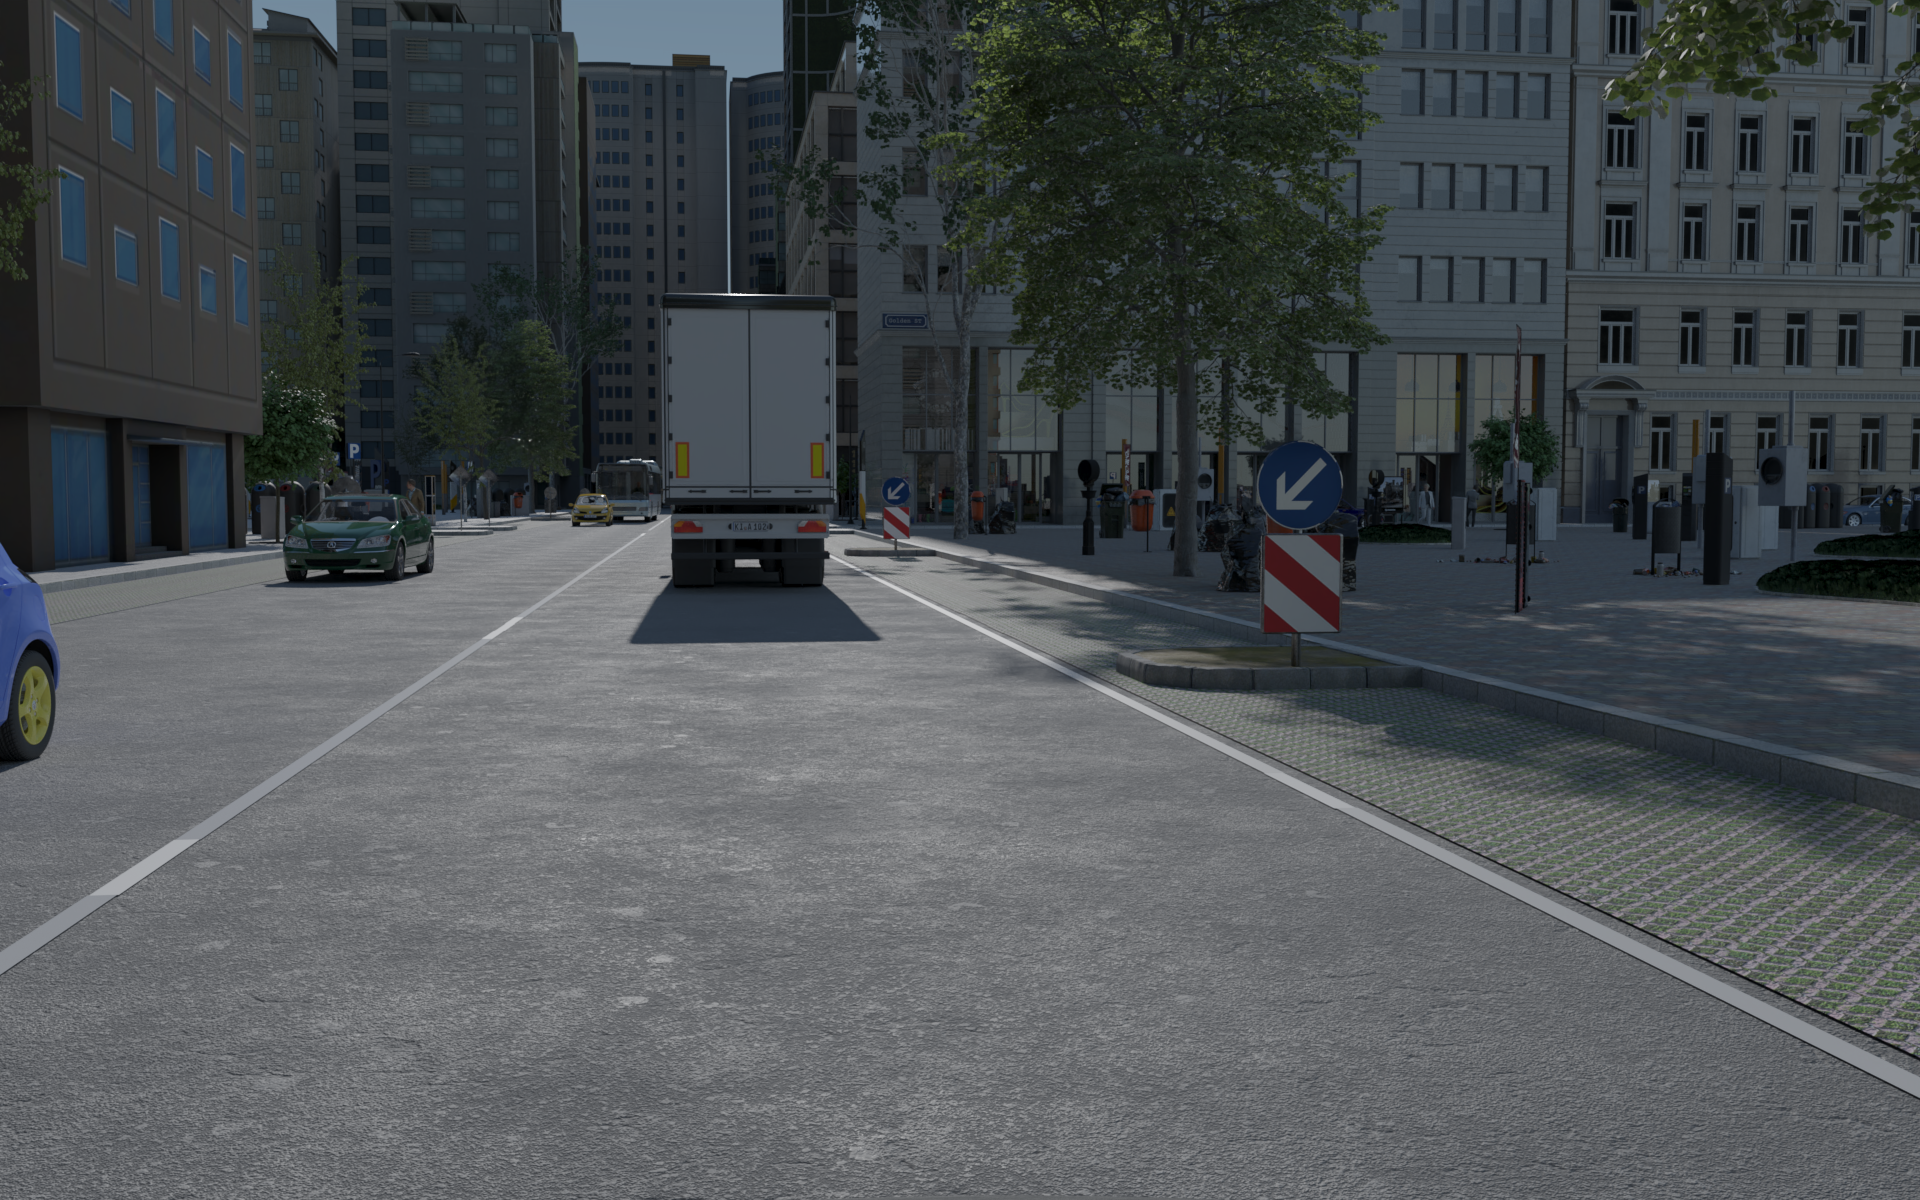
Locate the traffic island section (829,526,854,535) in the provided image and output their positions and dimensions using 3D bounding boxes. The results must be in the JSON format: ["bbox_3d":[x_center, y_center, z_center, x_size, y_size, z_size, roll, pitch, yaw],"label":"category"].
[{"bbox_3d":[-4.921,-2.448,62.314,2.009,0.180,2.903,-1,4,-8],"label":"traffic island section"}]

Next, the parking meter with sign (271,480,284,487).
[{"bbox_3d":[-35.614,-5.757,90.393,0.543,3.016,1.738,3,5,40],"label":"parking meter with sign"}]

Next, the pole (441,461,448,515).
[{"bbox_3d":[-31.682,-6.872,106.207,0.158,3.312,0.155,0,3,0],"label":"pole"}]

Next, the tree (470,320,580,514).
[{"bbox_3d":[-28.400,-11.917,112.965,7.486,12.596,7.792,0,3,0],"label":"tree"}]

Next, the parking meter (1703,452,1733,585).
[{"bbox_3d":[10.739,-1.151,24.534,0.399,1.863,0.255,-3,5,-45],"label":"parking meter"}]

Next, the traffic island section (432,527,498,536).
[{"bbox_3d":[-17.428,-2.336,60.473,2.009,0.180,2.903,-1,4,-8],"label":"traffic island section"}]

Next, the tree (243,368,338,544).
[{"bbox_3d":[-17.837,-3.754,45.086,4.285,4.588,4.351,0,3,0],"label":"tree"}]

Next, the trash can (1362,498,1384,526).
[{"bbox_3d":[14.626,-3.041,61.376,0.748,1.137,0.748,0,3,0],"label":"trash can"}]

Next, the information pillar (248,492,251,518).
[{"bbox_3d":[-39.071,-6.321,94.705,0.504,3.616,0.183,-1,4,-16],"label":"information pillar"}]

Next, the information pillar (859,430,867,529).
[{"bbox_3d":[-3.541,-4.380,62.961,0.183,3.616,0.504,1,4,13],"label":"information pillar"}]

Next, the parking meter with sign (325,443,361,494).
[{"bbox_3d":[-21.419,-3.870,59.542,1.738,3.016,0.543,2,4,28],"label":"parking meter with sign"}]

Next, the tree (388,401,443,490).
[{"bbox_3d":[-42.251,-11.219,133.797,4.360,8.622,3.978,0,3,0],"label":"tree"}]

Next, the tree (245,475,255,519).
[{"bbox_3d":[-35.926,-5.726,88.214,1.663,3.219,1.824,0,3,0],"label":"tree"}]

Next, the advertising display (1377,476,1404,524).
[{"bbox_3d":[15.447,-3.489,62.257,0.974,1.923,0.123,1,4,9],"label":"advertising display"}]

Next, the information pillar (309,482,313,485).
[{"bbox_3d":[-38.449,-6.018,102.894,0.304,2.012,0.304,0,4,-5],"label":"information pillar"}]

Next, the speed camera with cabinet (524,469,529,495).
[{"bbox_3d":[-35.306,-8.849,139.021,2.038,3.252,0.660,0,4,-6],"label":"speed camera with cabinet"}]

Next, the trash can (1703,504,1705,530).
[{"bbox_3d":[25.747,-2.916,59.334,0.748,1.137,0.748,0,3,0],"label":"trash can"}]

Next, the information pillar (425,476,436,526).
[{"bbox_3d":[-21.230,-3.972,69.434,0.304,2.012,0.304,0,4,5],"label":"information pillar"}]

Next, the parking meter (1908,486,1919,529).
[{"bbox_3d":[27.083,-2.487,49.069,0.372,1.533,0.369,0,3,0],"label":"parking meter"}]

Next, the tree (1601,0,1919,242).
[{"bbox_3d":[5.578,-5.499,8.029,7.486,12.596,7.792,0,3,0],"label":"tree"}]

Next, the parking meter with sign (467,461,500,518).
[{"bbox_3d":[-25.557,-5.919,93.035,0.543,3.016,1.738,3,5,39],"label":"parking meter with sign"}]

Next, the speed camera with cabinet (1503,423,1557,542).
[{"bbox_3d":[15.703,-3.265,47.726,0.660,3.252,2.038,-1,4,-10],"label":"speed camera with cabinet"}]

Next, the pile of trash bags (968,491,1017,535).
[{"bbox_3d":[0.804,-2.801,55.545,1.912,1.369,3.447,1,4,9],"label":"pile of trash bags"}]

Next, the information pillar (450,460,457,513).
[{"bbox_3d":[-34.627,-7.769,118.369,0.183,3.616,0.504,3,5,39],"label":"information pillar"}]

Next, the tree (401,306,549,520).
[{"bbox_3d":[-24.062,-9.300,86.473,7.601,10.594,8.767,0,4,-4],"label":"tree"}]

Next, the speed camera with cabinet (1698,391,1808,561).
[{"bbox_3d":[15.515,-2.415,33.817,0.660,3.252,2.038,-1,4,-20],"label":"speed camera with cabinet"}]

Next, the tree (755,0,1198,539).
[{"bbox_3d":[0.506,-11.881,50.140,12.611,20.169,13.585,0,3,0],"label":"tree"}]

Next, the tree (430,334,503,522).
[{"bbox_3d":[-22.714,-7.863,78.923,4.737,8.622,4.395,0,3,0],"label":"tree"}]

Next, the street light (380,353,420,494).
[{"bbox_3d":[-18.424,-5.160,56.912,1.470,5.913,1.316,-1,4,-8],"label":"street light"}]

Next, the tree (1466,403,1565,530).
[{"bbox_3d":[19.851,-4.784,61.931,4.285,4.588,4.351,0,3,0],"label":"tree"}]

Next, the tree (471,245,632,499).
[{"bbox_3d":[-29.138,-16.745,129.672,12.611,20.169,13.585,0,3,0],"label":"tree"}]

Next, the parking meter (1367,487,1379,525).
[{"bbox_3d":[14.361,-3.170,60.245,0.372,1.533,0.369,0,3,0],"label":"parking meter"}]

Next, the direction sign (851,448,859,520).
[{"bbox_3d":[-5.125,-5.715,85.443,0.379,3.537,0.876,2,4,27],"label":"direction sign"}]

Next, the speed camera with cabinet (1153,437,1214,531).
[{"bbox_3d":[7.737,-4.014,59.966,2.038,3.252,0.660,-1,4,-16],"label":"speed camera with cabinet"}]

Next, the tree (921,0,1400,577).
[{"bbox_3d":[3.144,-6.638,26.662,7.486,12.596,7.792,0,3,0],"label":"tree"}]

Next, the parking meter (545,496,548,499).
[{"bbox_3d":[-29.869,-7.157,125.426,0.372,1.533,0.369,0,3,0],"label":"parking meter"}]

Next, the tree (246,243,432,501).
[{"bbox_3d":[-18.794,-6.114,50.322,4.737,8.622,4.395,0,3,0],"label":"tree"}]

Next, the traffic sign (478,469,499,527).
[{"bbox_3d":[-18.575,-3.955,68.314,0.795,2.450,0.064,-1,4,-8],"label":"traffic sign"}]

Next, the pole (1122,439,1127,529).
[{"bbox_3d":[6.092,-4.305,64.224,0.158,3.312,0.155,0,3,0],"label":"pole"}]

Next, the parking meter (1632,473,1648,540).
[{"bbox_3d":[19.186,-2.641,48.897,0.399,1.863,0.255,1,4,10],"label":"parking meter"}]

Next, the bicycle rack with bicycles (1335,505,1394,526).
[{"bbox_3d":[12.835,-2.666,56.978,2.852,0.926,2.925,3,5,41],"label":"bicycle rack with bicycles"}]

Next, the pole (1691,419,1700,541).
[{"bbox_3d":[20.110,-3.276,47.407,0.158,3.312,0.155,0,3,0],"label":"pole"}]

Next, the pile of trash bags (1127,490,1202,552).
[{"bbox_3d":[5.330,-1.785,38.943,3.447,1.369,1.912,-2,4,-24],"label":"pile of trash bags"}]

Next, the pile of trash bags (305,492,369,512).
[{"bbox_3d":[-27.631,-4.066,76.239,3.447,1.369,1.912,0,4,0],"label":"pile of trash bags"}]

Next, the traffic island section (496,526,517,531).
[{"bbox_3d":[-18.597,-2.819,68.373,2.009,0.180,2.903,-1,4,-8],"label":"traffic island section"}]

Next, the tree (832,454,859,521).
[{"bbox_3d":[-5.546,-5.433,83.431,1.663,3.219,1.824,0,3,0],"label":"tree"}]

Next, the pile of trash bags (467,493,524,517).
[{"bbox_3d":[-26.529,-5.489,99.489,1.912,1.369,3.447,3,4,37],"label":"pile of trash bags"}]

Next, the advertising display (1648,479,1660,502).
[{"bbox_3d":[29.926,-4.264,74.928,0.974,1.923,0.123,-2,4,-35],"label":"advertising display"}]

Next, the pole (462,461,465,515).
[{"bbox_3d":[-30.833,-6.953,107.530,0.158,3.312,0.155,0,3,0],"label":"pole"}]

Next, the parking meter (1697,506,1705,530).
[{"bbox_3d":[26.501,-3.264,61.773,0.372,1.533,0.369,0,3,0],"label":"parking meter"}]

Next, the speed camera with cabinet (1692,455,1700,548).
[{"bbox_3d":[17.922,-2.794,40.018,0.660,3.252,2.038,-1,4,-23],"label":"speed camera with cabinet"}]

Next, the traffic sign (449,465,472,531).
[{"bbox_3d":[-17.405,-3.472,60.415,0.795,2.450,0.064,-1,4,-8],"label":"traffic sign"}]

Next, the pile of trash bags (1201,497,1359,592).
[{"bbox_3d":[4.291,-0.800,22.833,1.912,1.369,3.447,1,4,12],"label":"pile of trash bags"}]

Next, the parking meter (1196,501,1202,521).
[{"bbox_3d":[8.829,-3.562,63.951,0.255,1.863,0.399,0,4,-7],"label":"parking meter"}]

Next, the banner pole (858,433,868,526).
[{"bbox_3d":[-3.913,-4.926,70.555,0.401,3.779,0.863,0,4,7],"label":"banner pole"}]

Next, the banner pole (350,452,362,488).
[{"bbox_3d":[-31.381,-6.105,89.839,0.863,3.779,0.401,1,4,12],"label":"banner pole"}]

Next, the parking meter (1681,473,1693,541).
[{"bbox_3d":[19.805,-2.538,47.202,0.255,1.863,0.399,1,4,22],"label":"parking meter"}]

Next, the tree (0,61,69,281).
[{"bbox_3d":[-15.407,-4.587,25.368,4.737,8.622,4.395,0,3,0],"label":"tree"}]

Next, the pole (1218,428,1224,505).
[{"bbox_3d":[8.032,-3.637,53.301,0.158,3.312,0.155,0,3,0],"label":"pole"}]
